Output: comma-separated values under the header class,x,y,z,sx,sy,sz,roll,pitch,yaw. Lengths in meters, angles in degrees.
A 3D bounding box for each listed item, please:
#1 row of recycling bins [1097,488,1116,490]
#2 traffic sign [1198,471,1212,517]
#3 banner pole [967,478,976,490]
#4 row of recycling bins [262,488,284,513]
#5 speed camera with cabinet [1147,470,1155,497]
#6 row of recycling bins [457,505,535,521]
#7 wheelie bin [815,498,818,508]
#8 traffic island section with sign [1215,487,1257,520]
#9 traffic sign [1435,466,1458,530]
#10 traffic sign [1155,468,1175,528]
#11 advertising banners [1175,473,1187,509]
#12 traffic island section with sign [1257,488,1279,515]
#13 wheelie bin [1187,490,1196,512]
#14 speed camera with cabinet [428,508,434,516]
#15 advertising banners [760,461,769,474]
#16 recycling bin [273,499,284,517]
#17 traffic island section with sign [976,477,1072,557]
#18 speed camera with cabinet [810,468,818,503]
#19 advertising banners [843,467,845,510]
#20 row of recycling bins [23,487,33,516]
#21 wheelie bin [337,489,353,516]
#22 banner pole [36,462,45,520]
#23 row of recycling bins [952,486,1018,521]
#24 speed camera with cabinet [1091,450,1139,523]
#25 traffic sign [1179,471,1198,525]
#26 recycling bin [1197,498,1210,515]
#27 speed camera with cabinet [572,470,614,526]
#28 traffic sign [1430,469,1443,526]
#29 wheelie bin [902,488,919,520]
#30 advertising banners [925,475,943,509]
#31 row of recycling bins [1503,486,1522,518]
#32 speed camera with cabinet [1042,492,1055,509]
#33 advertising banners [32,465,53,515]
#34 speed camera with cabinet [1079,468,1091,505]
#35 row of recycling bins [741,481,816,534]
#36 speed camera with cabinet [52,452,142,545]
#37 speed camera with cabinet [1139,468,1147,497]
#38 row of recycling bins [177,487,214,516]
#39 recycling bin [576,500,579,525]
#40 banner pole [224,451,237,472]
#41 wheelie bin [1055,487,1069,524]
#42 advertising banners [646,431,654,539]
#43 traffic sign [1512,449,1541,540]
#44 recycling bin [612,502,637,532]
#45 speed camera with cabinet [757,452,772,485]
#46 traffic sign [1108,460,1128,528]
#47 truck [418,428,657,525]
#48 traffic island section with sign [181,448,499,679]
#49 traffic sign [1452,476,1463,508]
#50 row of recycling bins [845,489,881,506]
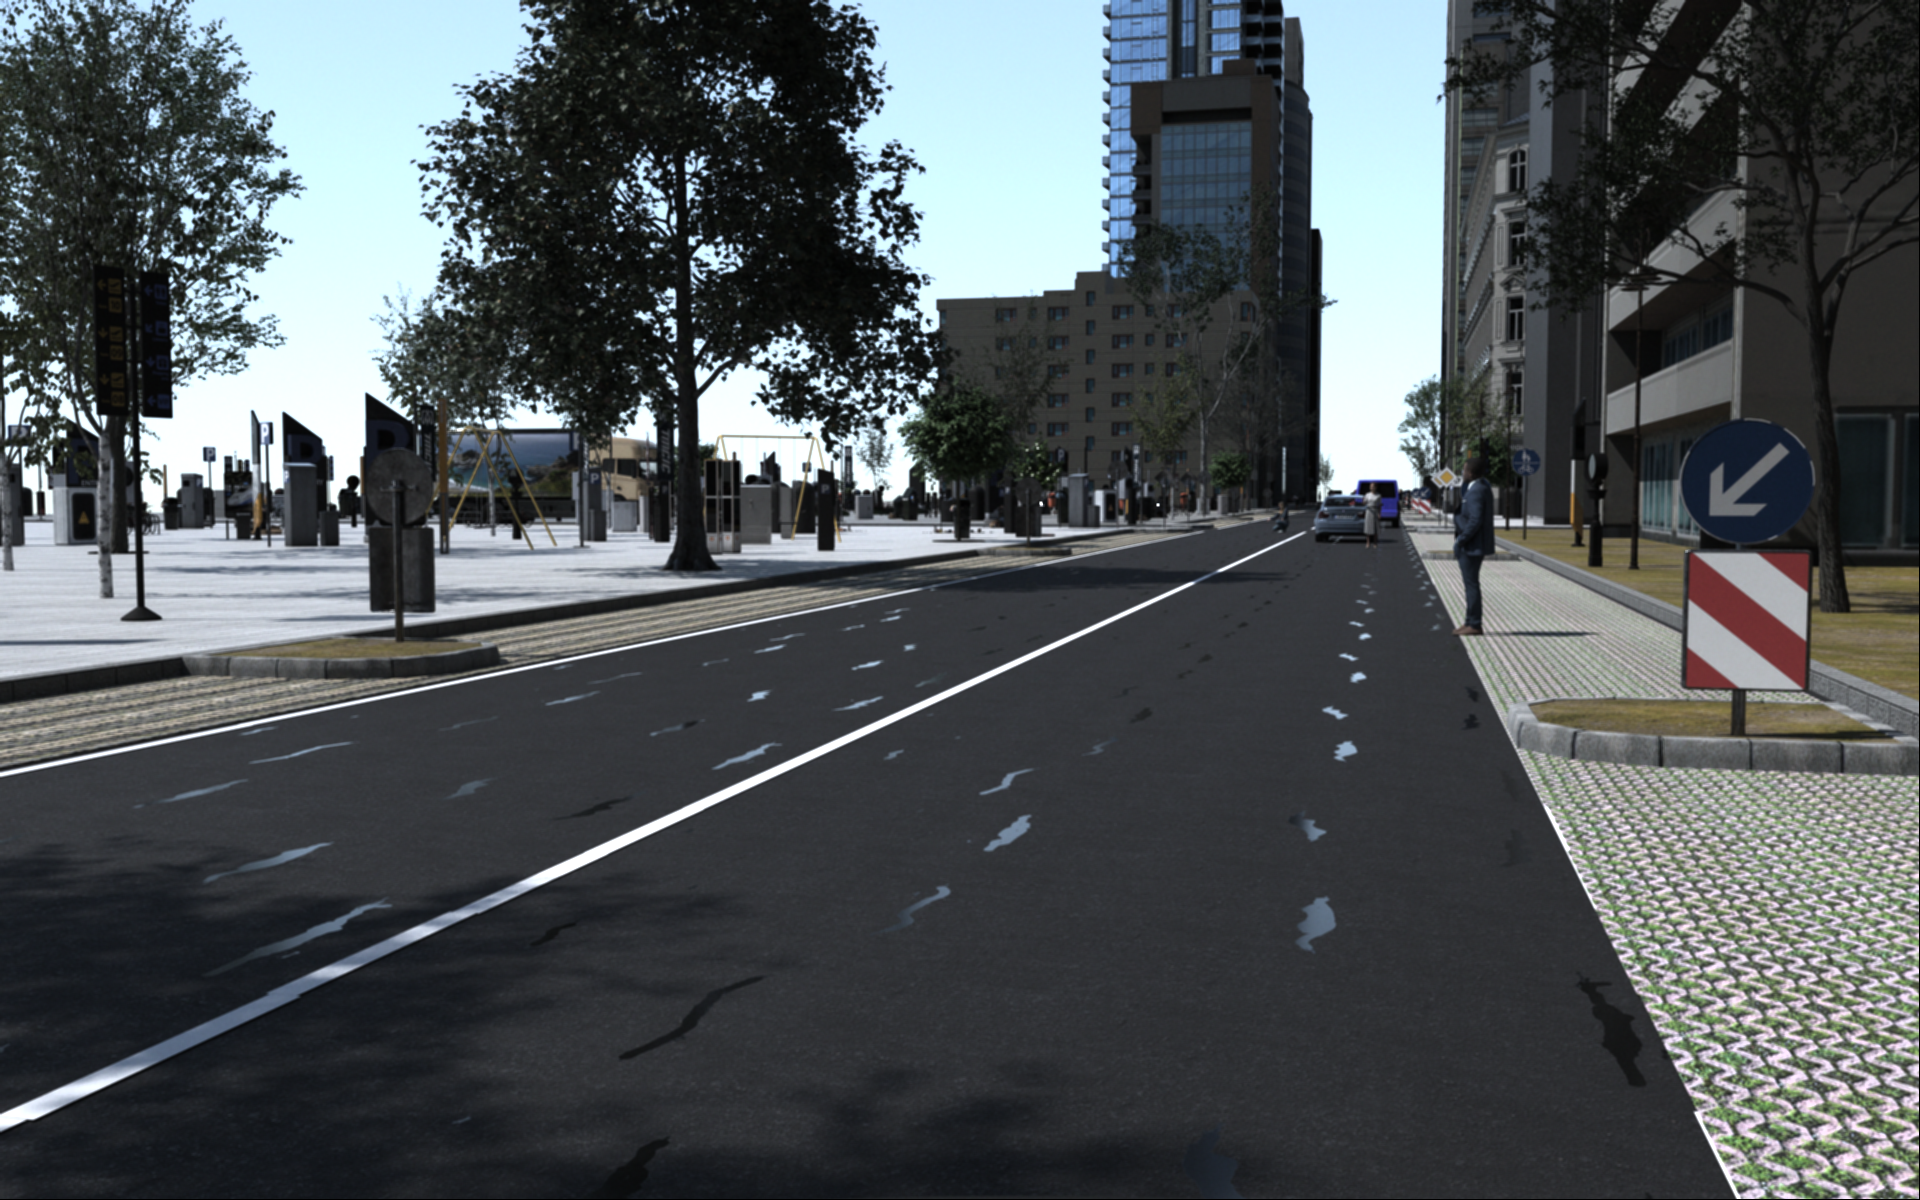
class,x,y,z,sx,sy,sz,roll,pitch,yaw
row of recycling bins,10.673,-7.209,124.987,1.069,1.692,3.534,2,4,24
traffic sign,13.466,-5.829,95.404,0.768,2.556,0.104,1,4,20
banner pole,0.787,-8.356,126.640,0.863,3.779,0.401,0,4,7
row of recycling bins,-47.770,-6.931,120.438,3.534,1.692,1.069,-1,4,-9
speed camera with cabinet,14.634,-8.871,139.382,2.038,3.252,0.660,-1,4,-18
row of recycling bins,-21.746,-4.529,81.155,3.534,1.692,1.069,-1,4,-11
wheelie bin,-11.323,-7.715,134.042,0.980,1.594,0.693,-1,4,-19
traffic island section with sign,15.046,-5.278,94.918,1.989,1.847,2.006,1,4,14
traffic sign,17.591,-3.609,62.652,0.795,2.450,0.064,1,4,14
traffic sign,7.699,-3.760,65.115,0.795,2.450,0.064,1,4,14
advertising banners,18.908,-9.241,147.272,2.074,3.025,0.090,-3,5,-43
traffic island section with sign,21.593,-6.894,121.336,1.989,1.847,2.006,1,4,14
wheelie bin,16.203,-6.931,121.226,0.693,1.594,0.980,0,4,6
speed camera with cabinet,-31.827,-6.603,102.292,0.660,3.252,2.038,-3,5,-44
advertising banners,-9.827,-5.934,93.215,2.074,3.025,0.090,-2,4,-31
recycling bin,-37.532,-5.085,95.692,0.722,1.027,0.722,-1,4,-15
traffic island section with sign,1.555,-1.946,40.447,1.989,1.847,2.006,1,4,14
speed camera with cabinet,-11.451,-8.287,129.822,2.038,3.252,0.660,-2,4,-27
advertising banners,-7.611,-7.192,113.769,0.090,3.025,2.074,0,4,-6
row of recycling bins,-55.110,-5.695,100.225,1.069,1.692,3.534,1,4,8
wheelie bin,-35.696,-5.678,100.748,0.693,1.594,0.980,2,4,32
banner pole,-45.837,-5.892,86.346,0.401,3.779,0.863,-1,4,-18
row of recycling bins,1.255,-4.702,83.989,3.534,1.692,1.069,2,4,23
speed camera with cabinet,6.988,-5.118,78.008,2.038,3.252,0.660,-3,5,-41
traffic sign,9.620,-4.234,72.867,0.795,2.450,0.064,1,4,14
recycling bin,15.079,-5.788,107.186,0.722,1.027,0.722,1,4,16
speed camera with cabinet,-14.481,-4.528,68.362,0.660,3.252,2.038,2,4,23
traffic sign,19.511,-4.083,70.404,0.795,2.450,0.064,1,4,14
wheelie bin,-2.416,-4.684,84.483,0.693,1.594,0.980,-3,4,-36
advertising banners,-2.114,-9.059,144.303,2.074,3.025,0.090,-3,5,-43
row of recycling bins,30.399,-5.186,91.902,3.534,1.692,1.069,-1,4,-22
speed camera with cabinet,7.451,-9.332,146.918,2.038,3.252,0.660,2,4,25
advertising banners,-55.659,-6.642,104.791,0.090,3.025,2.074,2,4,31
speed camera with cabinet,9.496,-8.351,130.869,2.038,3.252,0.660,-2,4,-29
row of recycling bins,-6.250,-3.056,57.080,3.534,1.692,1.069,2,4,32
speed camera with cabinet,-22.196,-3.063,44.414,0.660,3.252,2.038,2,4,25
speed camera with cabinet,12.868,-8.335,130.614,2.038,3.252,0.660,2,4,33
row of recycling bins,-46.251,-5.971,104.736,3.534,1.692,1.069,3,5,39
recycling bin,-15.428,-3.596,71.341,0.722,1.027,0.722,-1,4,-9
banner pole,-42.015,-6.724,99.953,0.863,3.779,0.401,-2,4,-35
wheelie bin,4.527,-4.105,75.024,0.693,1.594,0.980,1,4,22
advertising banners,-8.829,-3.257,49.434,0.090,3.025,2.074,0,4,-4
traffic sign,15.855,-2.964,48.560,0.768,2.556,0.104,1,4,18
recycling bin,-11.356,-2.819,58.648,0.722,1.027,0.722,0,4,2
speed camera with cabinet,-9.835,-5.305,81.067,2.038,3.252,0.660,0,4,-3
traffic sign,5.908,-3.963,64.896,0.768,2.556,0.104,1,4,17
truck,-17.816,-5.270,75.084,11.283,4.237,2.839,1,4,14
traffic island section with sign,-4.940,-0.346,14.283,1.989,1.847,2.006,1,4,14
traffic sign,28.311,-5.903,98.641,0.606,2.300,0.079,1,4,19
row of recycling bins,-8.726,-8.963,153.661,3.534,1.692,1.069,-1,4,-22
